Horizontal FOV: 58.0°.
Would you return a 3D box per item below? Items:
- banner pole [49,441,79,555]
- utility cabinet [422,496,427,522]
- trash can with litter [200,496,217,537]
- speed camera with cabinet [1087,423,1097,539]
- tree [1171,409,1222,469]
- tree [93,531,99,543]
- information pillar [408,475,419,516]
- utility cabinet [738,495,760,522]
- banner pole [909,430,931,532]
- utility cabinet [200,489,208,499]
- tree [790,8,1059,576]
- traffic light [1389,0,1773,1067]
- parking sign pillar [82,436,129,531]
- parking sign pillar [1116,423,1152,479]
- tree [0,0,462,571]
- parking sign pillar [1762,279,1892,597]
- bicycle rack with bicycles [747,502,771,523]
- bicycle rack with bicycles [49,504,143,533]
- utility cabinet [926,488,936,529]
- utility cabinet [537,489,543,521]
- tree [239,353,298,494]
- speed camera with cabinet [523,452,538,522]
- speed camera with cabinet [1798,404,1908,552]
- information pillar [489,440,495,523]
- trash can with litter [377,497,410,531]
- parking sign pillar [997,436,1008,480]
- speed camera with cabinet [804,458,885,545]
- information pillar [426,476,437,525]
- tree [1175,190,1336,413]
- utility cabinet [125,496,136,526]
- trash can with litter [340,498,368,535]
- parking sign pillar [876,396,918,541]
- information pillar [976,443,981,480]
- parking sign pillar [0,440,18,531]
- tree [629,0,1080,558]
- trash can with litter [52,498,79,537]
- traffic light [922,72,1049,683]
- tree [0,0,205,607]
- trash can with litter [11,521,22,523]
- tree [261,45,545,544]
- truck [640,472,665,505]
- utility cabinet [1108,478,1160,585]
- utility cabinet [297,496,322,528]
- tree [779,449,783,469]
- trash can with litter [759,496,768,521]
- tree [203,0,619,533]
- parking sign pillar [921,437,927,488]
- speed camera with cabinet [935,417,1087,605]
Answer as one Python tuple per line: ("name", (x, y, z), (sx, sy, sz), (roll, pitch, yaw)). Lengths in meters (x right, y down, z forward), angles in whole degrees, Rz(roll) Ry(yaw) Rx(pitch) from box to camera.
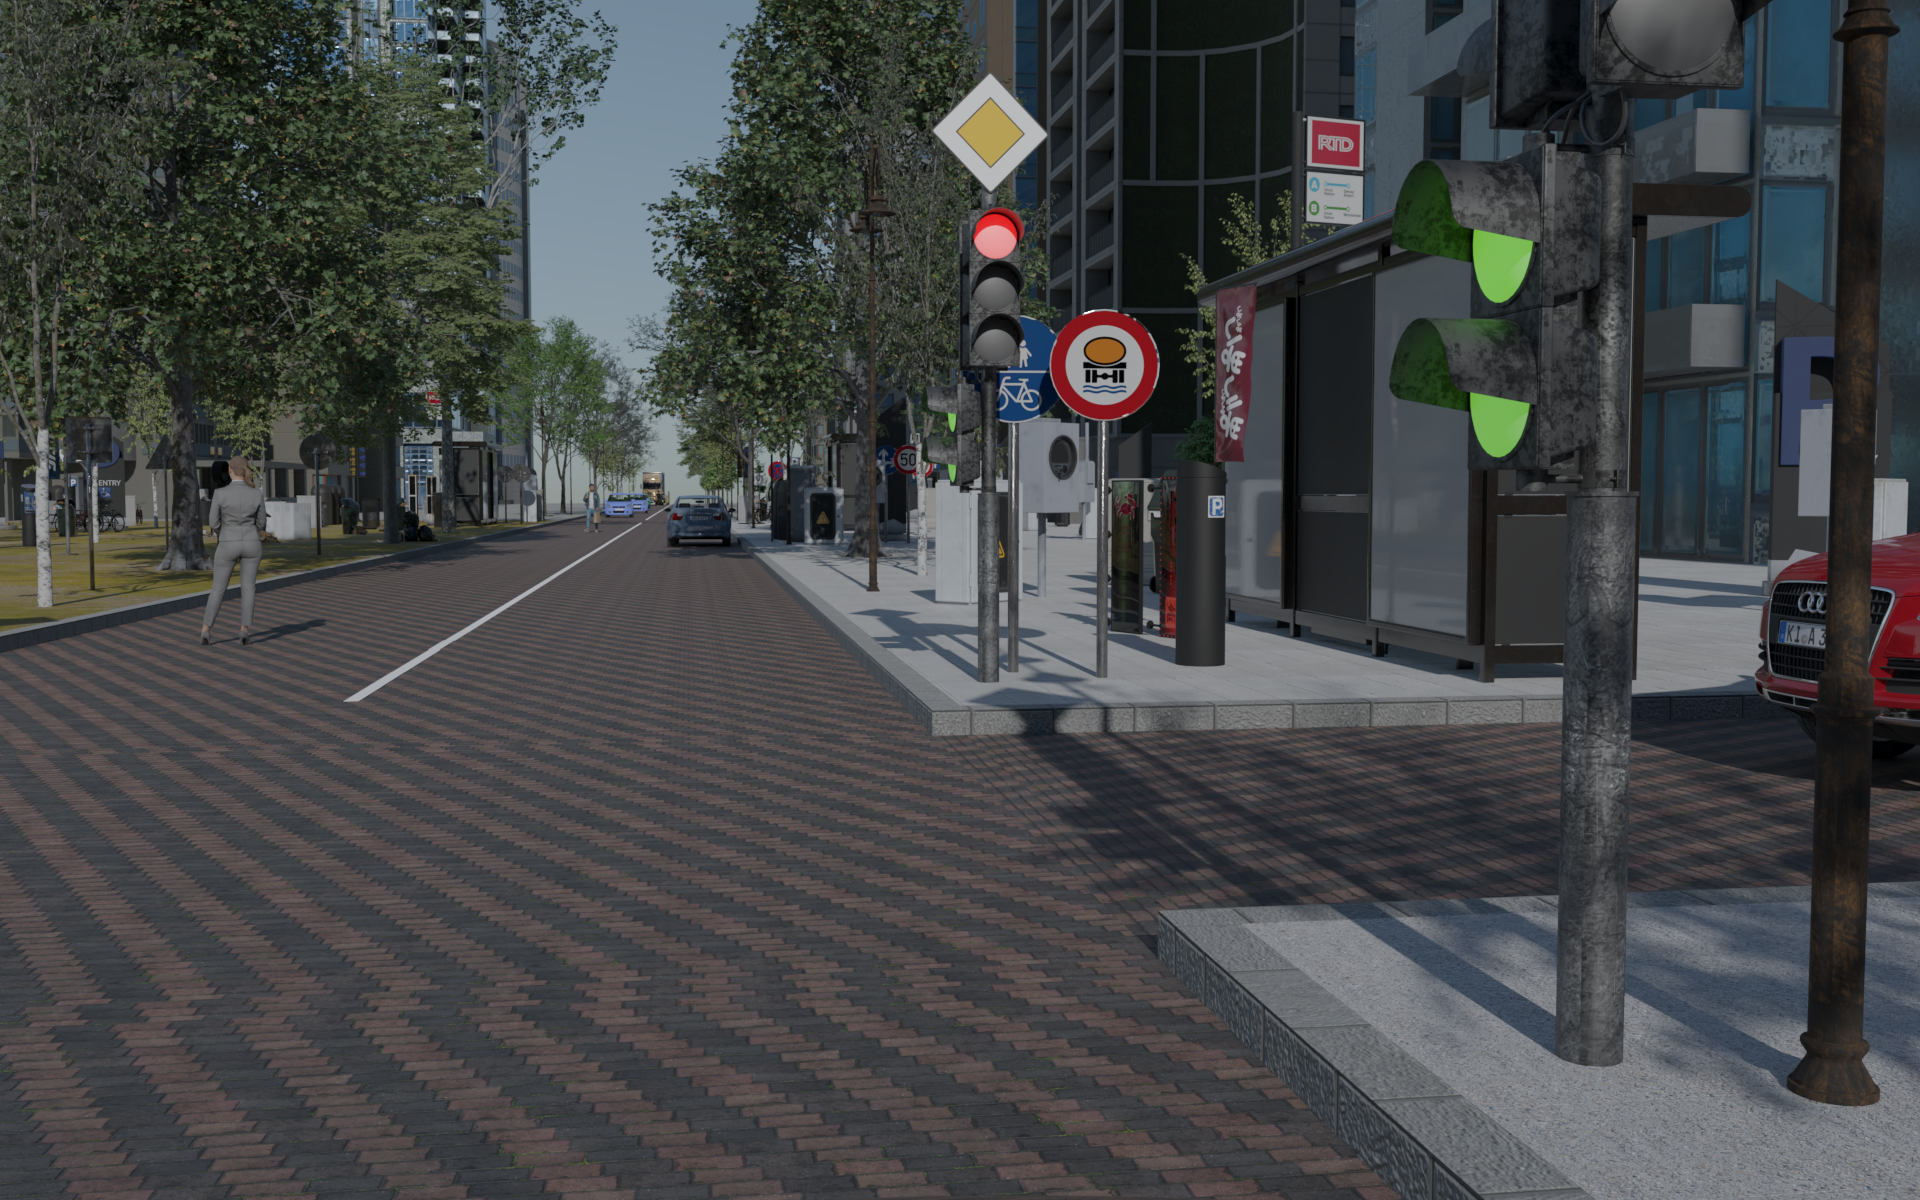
("banner pole", (-18.870, -2.825, 36.208), (0.401, 3.779, 0.863), (1, 4, 15))
("utility cabinet", (-24.681, -4.250, 80.657), (0.306, 1.237, 1.020), (0, 4, 8))
("trash can with litter", (-22.820, -2.485, 51.689), (1.678, 1.210, 2.233), (1, 4, 10))
("speed camera with cabinet", (3.715, -3.330, 48.775), (0.660, 3.252, 2.038), (2, 4, 31))
("tree", (9.373, -4.842, 62.883), (4.285, 4.588, 4.351), (0, 3, 0))
("tree", (-23.075, -5.835, 45.765), (4.737, 8.622, 4.395), (0, 3, 0))
("information pillar", (-21.139, -3.823, 66.993), (0.304, 2.012, 0.304), (0, 4, -5))
("utility cabinet", (-9.718, -4.194, 79.736), (1.020, 1.237, 0.306), (2, 4, 29))
("banner pole", (-1.393, -4.228, 59.137), (0.863, 3.779, 0.401), (2, 4, 30))
("utility cabinet", (-33.353, -4.084, 75.459), (1.173, 1.500, 0.318), (1, 4, 12))
("tree", (-0.567, -4.670, 26.724), (4.360, 8.622, 3.978), (0, 3, 0))
("traffic light", (1.415, -0.912, 3.833), (0.839, 4.253, 0.868), (-1, 4, -9))
("parking sign pillar", (-29.761, -4.387, 60.205), (1.447, 3.967, 1.447), (-2, 4, -28))
("parking sign pillar", (6.565, -4.712, 65.518), (1.447, 3.967, 1.447), (-1, 4, -11))
("tree", (-13.206, -6.861, 29.184), (9.611, 12.733, 9.660), (0, 3, 0))
("parking sign pillar", (10.810, -2.021, 21.518), (1.447, 3.967, 1.447), (1, 4, 20))
("bicycle rack with bicycles", (-8.357, -3.892, 77.012), (2.852, 0.926, 2.925), (3, 5, 39))
("bicycle rack with bicycles", (-29.036, -2.681, 57.223), (2.852, 0.926, 2.925), (2, 4, 35))
("utility cabinet", (-0.785, -3.329, 63.104), (1.173, 1.500, 0.318), (-1, 4, -15))
("utility cabinet", (-20.398, -4.553, 83.127), (0.318, 1.500, 1.173), (-3, 4, -36))
("tree", (-29.831, -7.508, 73.118), (4.737, 8.622, 4.395), (0, 3, 0))
("speed camera with cabinet", (-19.811, -5.234, 79.907), (0.660, 3.252, 2.038), (-1, 4, -12))
("speed camera with cabinet", (9.500, -1.471, 18.388), (0.660, 3.252, 2.038), (3, 5, 42))
("information pillar", (-20.567, -5.172, 75.915), (0.183, 3.616, 0.504), (-2, 4, -29))
("trash can with litter", (-19.608, -2.965, 59.869), (0.624, 1.170, 1.055), (2, 4, 27))
("parking sign pillar", (1.776, -4.711, 65.497), (1.447, 3.967, 1.447), (2, 4, 34))
("speed camera with cabinet", (-2.941, -3.045, 44.116), (2.038, 3.252, 0.660), (0, 4, -6))
("information pillar", (-21.931, -4.124, 71.911), (0.304, 2.012, 0.304), (2, 4, 26))
("tree", (7.388, -5.559, 41.251), (4.737, 8.622, 4.395), (0, 3, 0))
("utility cabinet", (-33.975, -3.609, 70.167), (0.306, 1.237, 1.020), (3, 5, 44))
("trash can with litter", (-19.182, -2.665, 54.966), (1.055, 1.170, 0.624), (3, 4, 36))
("parking sign pillar", (-2.147, -3.613, 47.546), (1.447, 3.967, 1.447), (-2, 4, -24))
("information pillar", (0.449, -3.149, 42.840), (0.504, 3.616, 0.183), (2, 4, 31))
("parking sign pillar", (-34.091, -4.440, 61.066), (1.447, 3.967, 1.447), (-3, 5, -41))
("tree", (-2.036, -7.218, 35.026), (9.611, 12.733, 9.660), (0, 3, 0))
("trash can with litter", (-26.840, -2.484, 51.995), (0.624, 1.170, 1.055), (-1, 4, -19))
("traffic light", (0.176, -1.395, 11.721), (0.839, 4.253, 0.868), (-1, 4, -9))
("tree", (-10.666, -4.232, 19.562), (4.360, 8.622, 3.978), (0, 3, 0))
("trash can with litter", (-40.860, -3.992, 76.330), (1.678, 1.210, 2.233), (-1, 4, -19))
("tree", (-14.391, -7.718, 44.316), (7.486, 12.596, 7.792), (0, 3, 0))
("truck", (-39.196, -14.220, 221.411), (2.839, 4.237, 11.283), (0, 4, -8))
("utility cabinet", (2.618, -0.954, 24.279), (1.173, 1.500, 0.318), (2, 4, 28))
("utility cabinet", (-24.851, -3.364, 66.157), (1.020, 1.237, 0.306), (2, 4, 29))
("tree", (-5.465, -6.429, 55.475), (4.360, 8.622, 3.978), (0, 3, 0))
("trash can with litter", (-9.618, -4.314, 81.915), (1.055, 1.170, 0.624), (0, 4, -8))
("tree", (-18.285, -12.298, 56.962), (12.611, 20.169, 13.585), (0, 3, 0))
("parking sign pillar", (-2.160, -5.519, 78.700), (1.447, 3.967, 1.447), (1, 4, 21))
("speed camera with cabinet", (0.591, -1.614, 20.722), (0.660, 3.252, 2.038), (3, 5, 42))
